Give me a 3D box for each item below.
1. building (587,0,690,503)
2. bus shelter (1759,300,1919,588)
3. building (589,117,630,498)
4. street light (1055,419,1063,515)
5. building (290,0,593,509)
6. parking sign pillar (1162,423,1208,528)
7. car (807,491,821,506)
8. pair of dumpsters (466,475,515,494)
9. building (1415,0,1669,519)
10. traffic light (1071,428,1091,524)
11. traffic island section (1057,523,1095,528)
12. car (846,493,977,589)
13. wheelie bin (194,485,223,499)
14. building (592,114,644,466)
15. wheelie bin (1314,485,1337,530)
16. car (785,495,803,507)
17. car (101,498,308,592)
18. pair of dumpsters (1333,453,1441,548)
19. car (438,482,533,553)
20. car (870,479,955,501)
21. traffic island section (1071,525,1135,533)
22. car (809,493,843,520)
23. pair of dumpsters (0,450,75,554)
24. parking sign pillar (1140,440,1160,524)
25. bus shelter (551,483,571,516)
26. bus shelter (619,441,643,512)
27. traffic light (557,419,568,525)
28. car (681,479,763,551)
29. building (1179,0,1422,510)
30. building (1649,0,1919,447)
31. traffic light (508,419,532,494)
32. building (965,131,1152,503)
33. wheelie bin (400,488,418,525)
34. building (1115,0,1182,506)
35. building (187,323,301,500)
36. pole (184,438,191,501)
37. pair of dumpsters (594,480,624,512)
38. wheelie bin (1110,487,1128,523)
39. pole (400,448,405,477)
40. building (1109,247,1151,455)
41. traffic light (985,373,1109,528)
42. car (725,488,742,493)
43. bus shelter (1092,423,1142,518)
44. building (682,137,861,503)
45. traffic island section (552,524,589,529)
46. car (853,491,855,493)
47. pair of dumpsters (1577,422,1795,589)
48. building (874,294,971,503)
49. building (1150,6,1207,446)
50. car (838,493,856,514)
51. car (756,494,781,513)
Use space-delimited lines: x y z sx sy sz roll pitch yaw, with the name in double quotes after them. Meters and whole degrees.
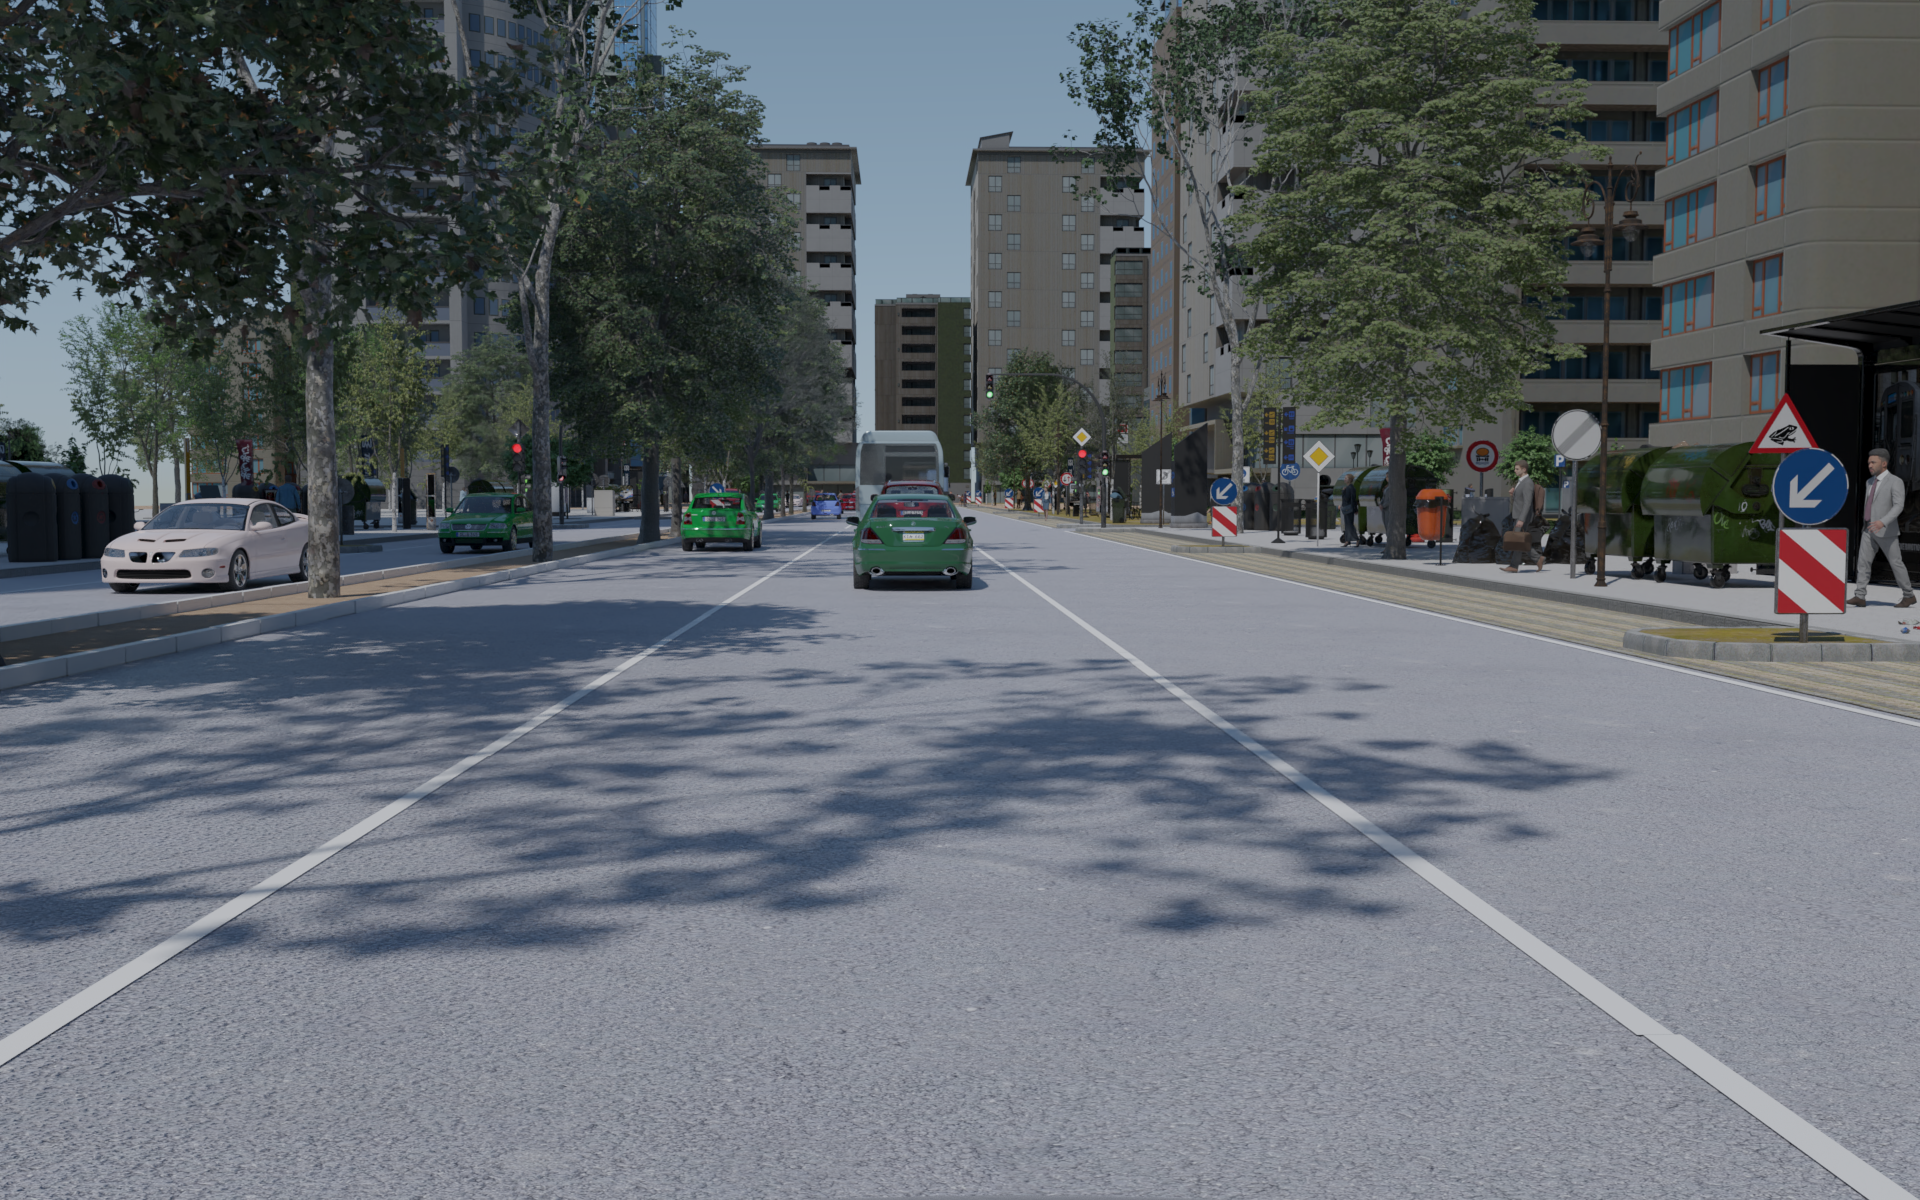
-55.899 -57.498 252.770 31.000 86.520 22.319 0 4 -2 "building"
12.435 -1.875 21.937 1.731 3.624 6.357 0 4 -2 "bus shelter"
-43.070 -30.514 182.491 14.154 41.232 14.086 0 4 -2 "building"
6.077 -8.225 107.271 0.468 5.910 1.993 0 4 -2 "street light"
-47.281 -37.800 160.036 21.231 58.520 28.212 0 4 -2 "building"
8.659 -4.706 65.423 1.447 3.967 1.447 -1 4 -12 "parking sign pillar"
-17.248 -11.975 204.460 2.281 1.827 5.304 0 4 -3 "car"
-23.443 -5.131 86.392 1.574 2.255 4.437 0 4 -2 "pair of dumpsters"
37.869 -29.031 98.363 21.600 48.544 21.300 0 4 -2 "building"
5.136 -5.168 73.418 0.839 4.253 0.868 0 4 -2 "traffic light"
5.176 -3.135 73.533 2.009 0.180 2.903 0 4 -2 "traffic island section"
-0.768 -0.969 27.634 2.131 1.459 4.920 0 4 -2 "car"
-26.656 -3.273 61.429 0.980 1.594 0.693 -3 5 -41 "wheelie bin"
-44.939 -33.702 201.139 14.200 45.320 14.600 0 4 -2 "building"
13.339 -3.352 62.716 0.980 1.594 0.693 0 4 6 "wheelie bin"
-18.265 -10.862 189.958 2.083 1.381 4.827 0 4 -1 "car"
-11.534 -0.891 26.932 2.083 1.381 4.827 0 4 -1 "car"
10.534 -2.468 42.840 1.574 2.255 4.437 0 4 -2 "pair of dumpsters"
-11.716 -2.115 43.381 1.959 1.807 4.718 0 4 -1 "car"
-1.253 -2.271 45.804 2.281 1.827 5.304 0 4 -1 "car"
5.448 -2.647 65.553 2.009 0.180 2.903 0 4 -2 "traffic island section"
-7.608 -5.441 98.554 1.945 1.707 3.694 0 4 -3 "car"
-20.194 -2.075 36.414 1.574 2.255 4.437 0 4 -2 "pair of dumpsters"
8.563 -5.310 75.288 1.447 3.967 1.447 1 4 13 "parking sign pillar"
-23.265 -6.603 101.886 2.014 3.302 5.546 0 4 -2 "bus shelter"
-24.502 -9.380 130.990 2.179 5.291 8.768 0 4 -2 "bus shelter"
-14.625 -6.000 72.768 4.771 5.953 1.251 0 4 -2 "traffic light"
-6.132 -2.204 44.839 1.959 1.807 4.718 0 4 -2 "car"
32.591 -33.381 135.023 28.713 52.752 27.495 0 4 -2 "building"
35.069 -11.789 37.785 27.650 21.520 28.899 0 4 -2 "building"
-16.441 -4.634 64.682 0.839 4.253 0.868 0 4 -2 "traffic light"
15.039 -41.024 259.976 27.495 52.752 28.713 0 4 -2 "building"
-22.904 -3.920 72.005 0.693 1.594 0.980 -1 4 -13 "wheelie bin"
29.073 -53.040 179.880 22.319 86.520 31.000 0 4 -2 "building"
-66.629 -21.392 194.802 28.899 21.520 27.650 0 4 -2 "building"
-28.079 -4.228 62.973 0.158 3.312 0.155 0 3 0 "pole"
-24.515 -7.232 120.740 1.574 2.255 4.437 0 4 -2 "pair of dumpsters"
7.008 -4.192 76.453 0.693 1.594 0.980 1 4 15 "wheelie bin"
-24.726 -5.077 76.855 0.158 3.312 0.155 0 3 0 "pole"
24.407 -26.441 204.007 14.160 30.474 14.107 0 4 -2 "building"
3.320 -5.539 65.225 4.771 5.953 1.251 0 4 -2 "traffic light"
-15.637 -6.642 117.262 2.281 1.827 5.304 0 4 -4 "car"
8.568 -7.232 95.872 2.179 5.291 8.768 0 4 -2 "bus shelter"
-26.520 -40.904 258.019 27.495 52.752 28.713 0 4 -2 "building"
-16.753 -3.090 72.795 2.009 0.180 2.903 0 4 -2 "traffic island section"
-10.064 -10.201 175.460 2.281 1.827 5.304 0 4 -4 "car"
10.593 -1.401 25.405 1.574 2.255 4.437 0 4 -2 "pair of dumpsters"
-5.526 -29.459 253.357 14.107 30.474 14.160 0 4 -2 "building"
25.298 -31.066 158.043 14.600 45.320 14.200 0 4 -2 "building"
-7.876 -7.128 125.578 2.155 1.783 4.494 0 3 0 "car"
-14.756 -7.651 133.898 1.959 1.807 4.718 0 4 -1 "car"
